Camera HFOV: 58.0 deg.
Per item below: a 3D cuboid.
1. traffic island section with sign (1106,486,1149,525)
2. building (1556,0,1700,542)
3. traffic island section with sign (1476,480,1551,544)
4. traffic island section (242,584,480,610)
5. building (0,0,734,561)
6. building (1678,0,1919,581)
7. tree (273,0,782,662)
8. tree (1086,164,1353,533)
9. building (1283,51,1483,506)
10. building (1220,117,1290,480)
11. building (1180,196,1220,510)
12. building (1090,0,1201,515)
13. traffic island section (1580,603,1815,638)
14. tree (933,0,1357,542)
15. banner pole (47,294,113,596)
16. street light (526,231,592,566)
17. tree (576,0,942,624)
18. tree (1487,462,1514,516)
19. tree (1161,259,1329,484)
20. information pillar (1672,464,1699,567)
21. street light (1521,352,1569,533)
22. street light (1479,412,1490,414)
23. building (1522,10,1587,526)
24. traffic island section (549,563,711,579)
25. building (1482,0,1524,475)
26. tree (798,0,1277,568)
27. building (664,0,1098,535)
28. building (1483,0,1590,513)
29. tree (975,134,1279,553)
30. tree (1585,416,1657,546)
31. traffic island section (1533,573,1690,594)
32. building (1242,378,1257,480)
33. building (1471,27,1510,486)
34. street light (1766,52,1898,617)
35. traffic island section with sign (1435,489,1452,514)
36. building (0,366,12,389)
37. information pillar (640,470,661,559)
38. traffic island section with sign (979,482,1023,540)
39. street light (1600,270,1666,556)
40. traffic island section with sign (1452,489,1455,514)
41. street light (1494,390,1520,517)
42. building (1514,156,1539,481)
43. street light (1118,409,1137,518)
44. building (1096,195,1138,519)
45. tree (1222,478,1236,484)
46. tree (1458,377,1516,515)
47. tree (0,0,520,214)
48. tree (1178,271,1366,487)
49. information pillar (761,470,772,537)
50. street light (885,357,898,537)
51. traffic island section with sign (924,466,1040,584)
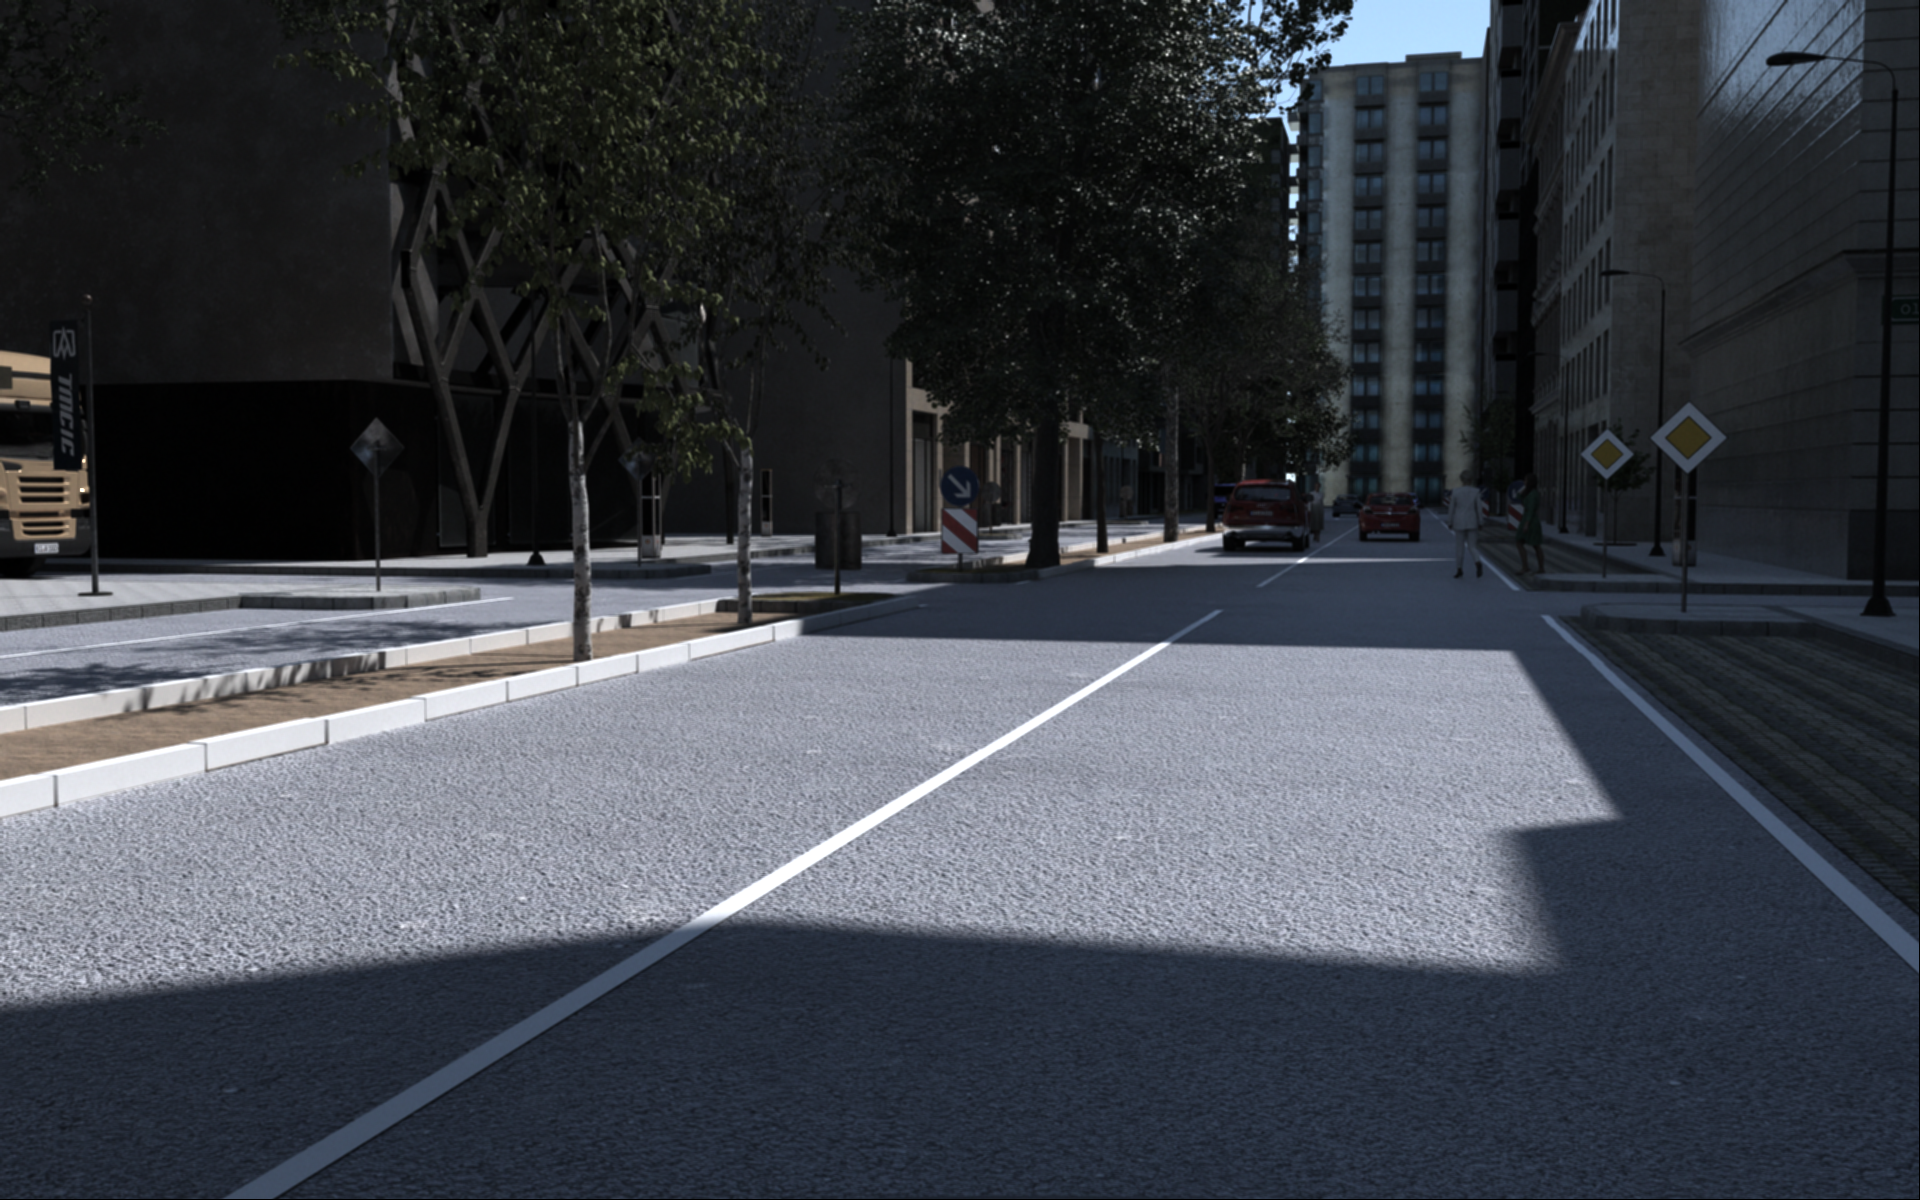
[{"bbox_3d":[7.749,-4.416,80.835,1.989,1.847,2.006,1,4,15],"label":"traffic island section with sign"},{"bbox_3d":[24.573,-12.117,52.871,10.420,20.320,16.860,1,4,15],"label":"building"},{"bbox_3d":[16.221,-2.577,50.766,1.989,1.847,2.006,1,4,15],"label":"traffic island section with sign"},{"bbox_3d":[-7.694,-0.035,22.855,2.009,0.180,2.903,1,4,15],"label":"traffic island section"},{"bbox_3d":[-14.444,-10.671,41.919,16.820,18.784,16.811,1,4,15],"label":"building"},{"bbox_3d":[35.950,-15.335,27.149,44.131,29.872,17.030,1,4,15],"label":"building"},{"bbox_3d":[-3.236,-3.759,14.272,4.737,8.622,4.395,0,3,0],"label":"tree"},{"bbox_3d":[9.334,-9.247,64.013,12.009,13.543,11.850,0,3,0],"label":"tree"},{"bbox_3d":[51.706,-34.949,191.021,30.456,49.044,23.786,1,4,15],"label":"building"},{"bbox_3d":[29.066,-31.137,192.682,14.086,41.232,14.154,1,4,15],"label":"building"},{"bbox_3d":[13.332,-22.534,140.137,14.160,30.474,14.107,1,4,15],"label":"building"},{"bbox_3d":[4.678,-28.450,119.786,22.147,44.769,28.867,1,4,15],"label":"building"},{"bbox_3d":[7.879,0.212,18.810,2.009,0.180,2.903,1,4,15],"label":"traffic island section"},{"bbox_3d":[5.279,-11.829,51.752,12.611,20.169,13.585,0,3,0],"label":"tree"},{"bbox_3d":[-11.173,-1.951,21.915,0.863,3.779,0.401,1,4,20],"label":"banner pole"},{"bbox_3d":[-7.114,-3.569,30.897,1.470,5.913,1.316,1,4,15],"label":"street light"},{"bbox_3d":[-2.322,-4.050,19.037,4.360,8.622,3.978,0,3,0],"label":"tree"},{"bbox_3d":[32.425,-6.633,103.055,1.663,3.219,1.824,0,3,0],"label":"tree"},{"bbox_3d":[12.278,-9.020,75.689,9.928,11.665,9.643,0,3,0],"label":"tree"},{"bbox_3d":[12.877,-1.605,30.741,0.304,2.012,0.304,0,4,-5],"label":"information pillar"},{"bbox_3d":[19.255,-5.146,56.682,1.470,5.913,1.316,1,4,15],"label":"street light"},{"bbox_3d":[30.188,-7.699,98.422,1.470,5.913,1.316,1,4,15],"label":"street light"},{"bbox_3d":[29.681,-14.368,71.077,11.583,22.565,21.152,1,4,15],"label":"building"},{"bbox_3d":[-5.682,-0.508,30.583,2.009,0.180,2.903,1,4,15],"label":"traffic island section"},{"bbox_3d":[57.157,-33.701,140.250,28.713,52.752,27.495,1,4,15],"label":"building"},{"bbox_3d":[1.629,-7.593,33.257,9.857,13.997,8.962,0,3,0],"label":"tree"},{"bbox_3d":[-6.707,-16.397,72.610,19.350,26.468,34.151,1,4,15],"label":"building"},{"bbox_3d":[47.034,-41.510,116.938,20.563,71.187,20.611,1,4,15],"label":"building"},{"bbox_3d":[3.563,-6.428,41.964,8.767,10.594,7.601,1,4,15],"label":"tree"},{"bbox_3d":[16.346,-2.969,43.140,1.663,3.219,1.824,0,3,0],"label":"tree"},{"bbox_3d":[9.891,-0.260,26.539,2.009,0.180,2.903,1,4,15],"label":"traffic island section"},{"bbox_3d":[13.225,-19.812,168.973,28.899,21.520,27.650,1,4,15],"label":"building"},{"bbox_3d":[56.020,-31.343,162.575,14.600,45.320,14.200,1,4,15],"label":"building"},{"bbox_3d":[9.173,-2.796,18.253,1.470,5.913,1.316,1,4,15],"label":"street light"},{"bbox_3d":[35.625,-7.138,125.340,1.989,1.847,2.006,1,4,15],"label":"traffic island section with sign"},{"bbox_3d":[-29.507,-22.076,15.567,28.867,44.769,22.147,1,4,15],"label":"building"},{"bbox_3d":[-6.174,-1.838,34.544,0.304,2.012,0.304,1,4,16],"label":"information pillar"},{"bbox_3d":[0.902,-2.808,54.541,1.989,1.847,2.006,1,4,15],"label":"traffic island section with sign"},{"bbox_3d":[13.931,-3.874,35.875,1.470,5.913,1.316,1,4,15],"label":"street light"},{"bbox_3d":[23.011,-4.173,76.855,1.989,1.847,2.006,1,4,15],"label":"traffic island section with sign"},{"bbox_3d":[24.697,-6.429,77.658,1.470,5.913,1.316,1,4,15],"label":"street light"},{"bbox_3d":[35.461,-15.840,88.662,12.332,23.373,15.834,1,4,15],"label":"building"},{"bbox_3d":[9.271,-7.383,93.252,1.470,5.913,1.316,1,4,15],"label":"street light"},{"bbox_3d":[3.546,-14.794,96.638,10.420,20.320,16.860,1,4,15],"label":"building"},{"bbox_3d":[22.551,-10.138,149.468,4.285,4.588,4.351,0,3,0],"label":"tree"},{"bbox_3d":[33.513,-9.663,108.352,4.737,8.622,4.395,0,3,0],"label":"tree"},{"bbox_3d":[-5.134,-4.365,8.240,8.767,10.594,7.601,1,4,15],"label":"tree"},{"bbox_3d":[15.512,-10.265,87.293,9.611,12.733,9.660,0,3,0],"label":"tree"},{"bbox_3d":[-5.796,-2.897,51.861,0.304,2.012,0.304,0,4,0],"label":"information pillar"},{"bbox_3d":[-1.530,-4.838,51.637,1.470,5.913,1.316,1,4,15],"label":"street light"},{"bbox_3d":[0.157,-1.259,28.715,2.006,1.907,1.989,1,4,15],"label":"traffic island section with sign"}]
